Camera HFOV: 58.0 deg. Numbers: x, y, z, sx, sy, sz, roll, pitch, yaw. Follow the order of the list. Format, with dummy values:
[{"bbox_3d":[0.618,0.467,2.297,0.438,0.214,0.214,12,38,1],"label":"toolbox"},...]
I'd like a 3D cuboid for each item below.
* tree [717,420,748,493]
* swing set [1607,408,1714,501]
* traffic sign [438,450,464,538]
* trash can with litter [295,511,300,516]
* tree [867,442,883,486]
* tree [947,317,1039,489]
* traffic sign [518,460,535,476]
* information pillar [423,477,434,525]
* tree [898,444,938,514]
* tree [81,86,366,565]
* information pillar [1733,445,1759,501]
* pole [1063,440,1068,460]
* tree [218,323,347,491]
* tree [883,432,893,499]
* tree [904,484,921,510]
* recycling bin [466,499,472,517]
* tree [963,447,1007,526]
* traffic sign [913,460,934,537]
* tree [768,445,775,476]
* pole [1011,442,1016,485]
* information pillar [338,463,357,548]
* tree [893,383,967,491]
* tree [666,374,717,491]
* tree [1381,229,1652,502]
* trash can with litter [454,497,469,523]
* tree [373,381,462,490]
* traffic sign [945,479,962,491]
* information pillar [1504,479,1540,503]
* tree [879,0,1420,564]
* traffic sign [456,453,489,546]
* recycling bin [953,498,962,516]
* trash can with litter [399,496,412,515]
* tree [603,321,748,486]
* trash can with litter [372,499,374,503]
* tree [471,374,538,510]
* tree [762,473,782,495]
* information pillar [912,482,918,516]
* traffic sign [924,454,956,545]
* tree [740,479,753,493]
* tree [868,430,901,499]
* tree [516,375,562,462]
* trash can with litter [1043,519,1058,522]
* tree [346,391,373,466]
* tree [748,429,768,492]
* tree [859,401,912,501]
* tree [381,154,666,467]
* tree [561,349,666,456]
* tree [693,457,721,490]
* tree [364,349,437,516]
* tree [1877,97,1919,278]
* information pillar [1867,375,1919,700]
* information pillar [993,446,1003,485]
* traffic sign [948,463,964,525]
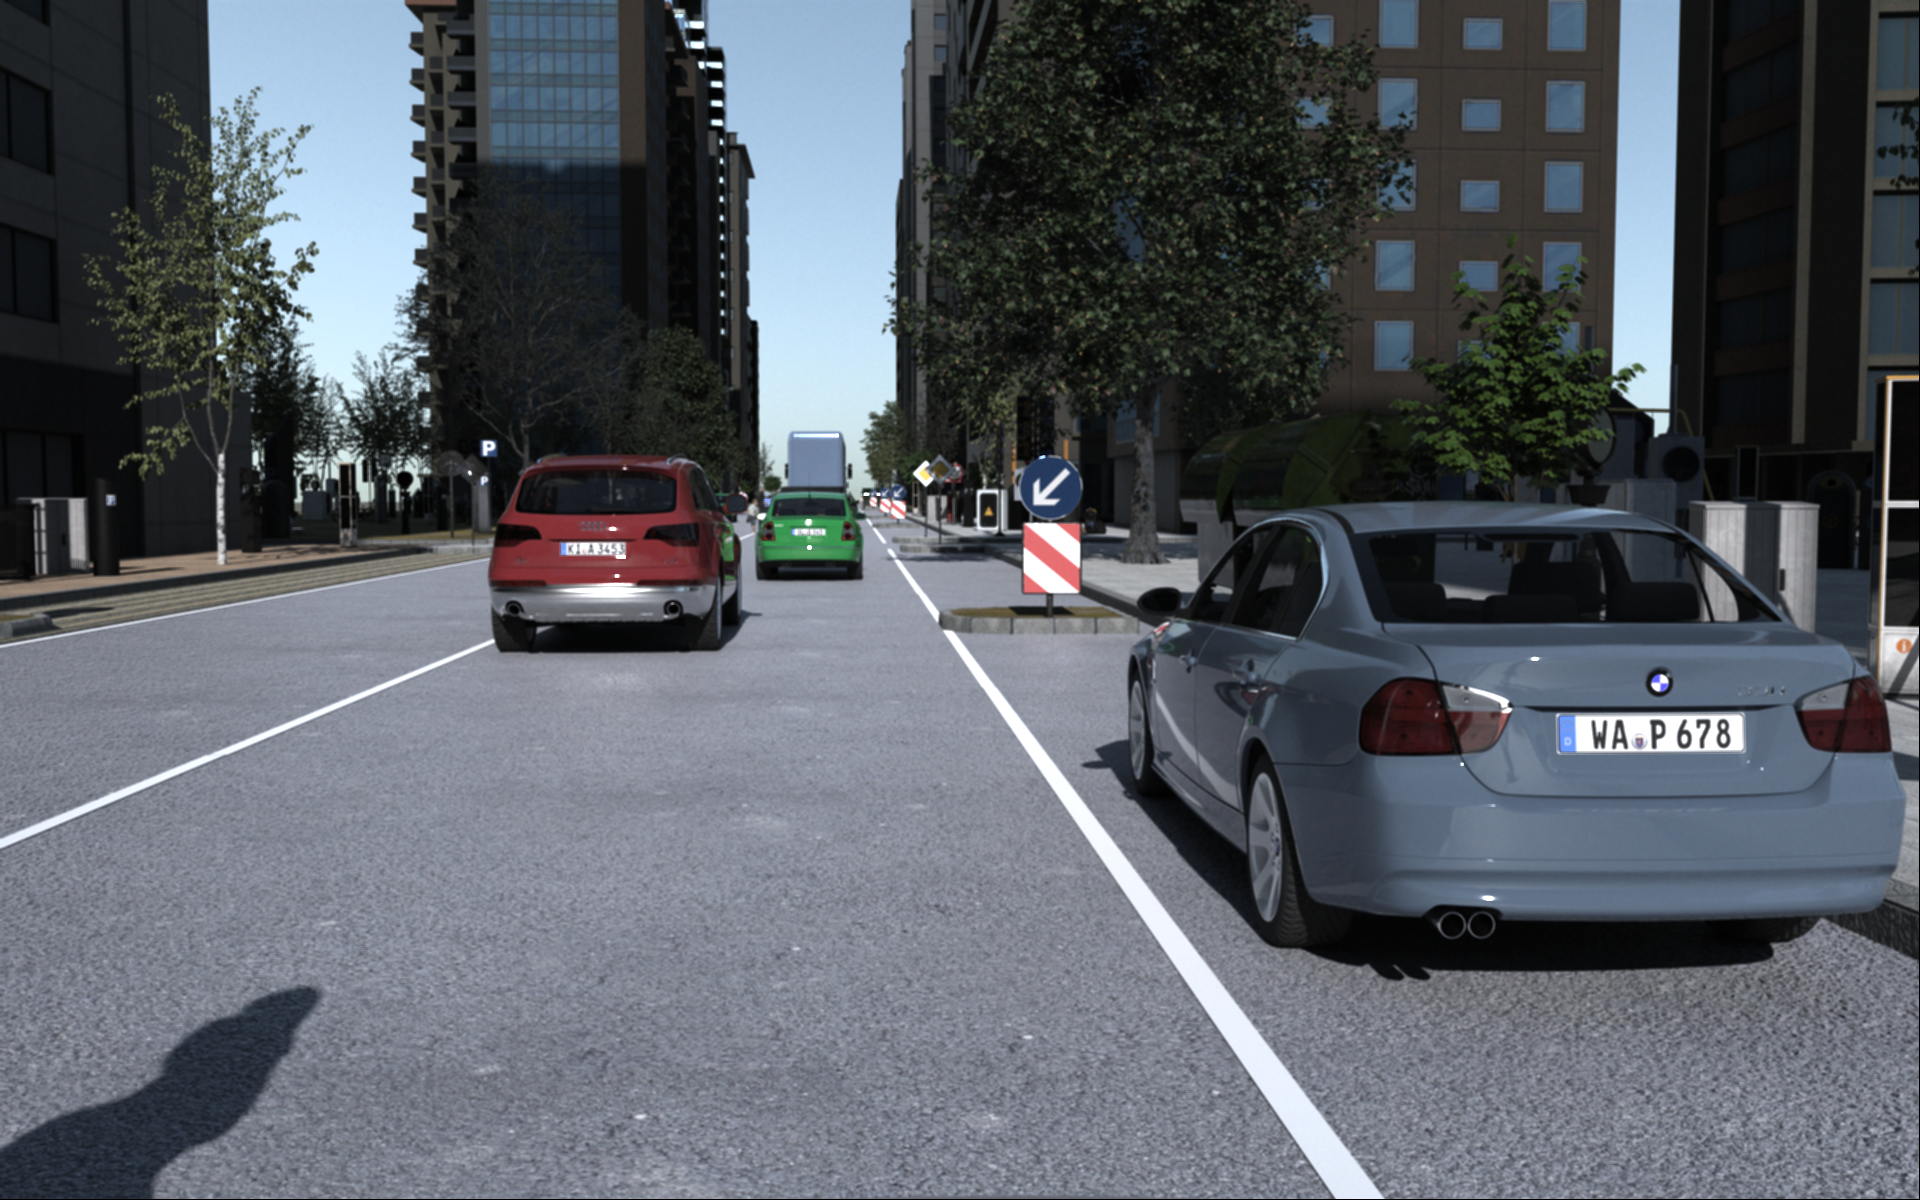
[{"bbox_3d":[-21.936,-12.620,156.698,4.360,8.622,3.978,0,3,0],"label":"tree"},{"bbox_3d":[12.103,-2.081,31.642,3.119,2.851,2.862,-1,4,-21],"label":"swing set"},{"bbox_3d":[-14.755,-3.067,50.259,0.768,2.556,0.104,0,4,-1],"label":"traffic sign"},{"bbox_3d":[-38.665,-5.416,99.945,1.055,1.170,0.624,-1,4,-11],"label":"trash can with litter"},{"bbox_3d":[-10.145,-16.969,227.808,4.360,8.622,3.978,0,3,0],"label":"tree"},{"bbox_3d":[1.124,-6.932,63.708,4.737,8.622,4.395,0,3,0],"label":"tree"},{"bbox_3d":[-12.533,-2.878,50.701,0.795,2.450,0.064,0,4,-4],"label":"traffic sign"},{"bbox_3d":[-22.345,-4.180,72.842,0.304,2.012,0.304,2,4,30],"label":"information pillar"},{"bbox_3d":[-2.435,-8.008,114.649,4.285,4.588,4.351,0,3,0],"label":"tree"},{"bbox_3d":[-13.595,-4.963,31.500,4.737,8.622,4.395,0,3,0],"label":"tree"},{"bbox_3d":[11.884,-1.329,26.220,0.304,2.012,0.304,1,4,16],"label":"information pillar"},{"bbox_3d":[3.985,-4.383,65.505,0.158,3.312,0.155,0,3,0],"label":"pole"},{"bbox_3d":[-28.942,-7.474,72.566,4.360,8.622,3.978,0,3,0],"label":"tree"},{"bbox_3d":[-3.390,-11.276,134.730,4.360,8.622,3.978,0,3,0],"label":"tree"},{"bbox_3d":[-3.778,-9.011,141.929,1.663,3.219,1.824,0,3,0],"label":"tree"},{"bbox_3d":[-27.297,-5.101,95.954,0.722,1.027,0.722,-2,4,-25],"label":"recycling bin"},{"bbox_3d":[1.072,-4.607,69.919,1.663,3.219,1.824,0,3,0],"label":"tree"},{"bbox_3d":[-1.011,-2.922,51.414,0.795,2.450,0.064,0,4,-4],"label":"traffic sign"},{"bbox_3d":[-27.607,-17.674,239.334,4.360,8.622,3.978,0,3,0],"label":"tree"},{"bbox_3d":[2.086,-4.497,67.370,0.158,3.312,0.155,0,3,0],"label":"pole"},{"bbox_3d":[-14.548,-2.243,41.166,0.304,2.012,0.304,0,4,5],"label":"information pillar"},{"bbox_3d":[-1.053,-9.555,106.583,4.360,8.622,3.978,0,3,0],"label":"tree"},{"bbox_3d":[-17.875,-9.437,104.654,4.360,8.622,3.978,0,3,0],"label":"tree"},{"bbox_3d":[4.088,-1.114,12.818,1.663,3.219,1.824,0,3,0],"label":"tree"},{"bbox_3d":[-22.470,-4.080,78.097,0.624,1.170,1.055,-1,4,-14],"label":"trash can with litter"},{"bbox_3d":[-34.611,-9.881,111.917,4.360,8.622,3.978,0,3,0],"label":"tree"},{"bbox_3d":[-0.359,-4.843,79.189,0.884,2.594,0.081,0,4,1],"label":"traffic sign"},{"bbox_3d":[7.912,-2.016,24.309,0.504,3.616,0.183,2,4,31],"label":"information pillar"},{"bbox_3d":[3.412,-7.014,31.688,9.611,12.733,9.660,0,3,0],"label":"tree"},{"bbox_3d":[-12.024,-2.391,42.732,0.795,2.450,0.064,0,4,-4],"label":"traffic sign"},{"bbox_3d":[-0.314,-5.471,102.012,0.722,1.027,0.722,-1,4,-9],"label":"recycling bin"},{"bbox_3d":[-34.351,-5.874,107.425,0.624,1.170,1.055,1,4,11],"label":"trash can with litter"},{"bbox_3d":[-18.826,-12.083,114.563,9.611,12.733,9.660,0,3,0],"label":"tree"},{"bbox_3d":[-33.442,-5.395,99.593,0.624,1.170,1.055,-1,4,-15],"label":"trash can with litter"},{"bbox_3d":[-27.476,-9.442,104.731,4.737,8.622,4.395,0,3,0],"label":"tree"},{"bbox_3d":[-28.813,-17.212,265.135,4.285,4.588,4.351,0,3,0],"label":"tree"},{"bbox_3d":[-2.649,-6.001,102.601,0.304,2.012,0.304,-1,4,-13],"label":"information pillar"},{"bbox_3d":[-0.502,-2.434,43.445,0.795,2.450,0.064,0,4,-4],"label":"traffic sign"},{"bbox_3d":[-24.935,-12.571,200.134,1.663,3.219,1.824,0,3,0],"label":"tree"},{"bbox_3d":[-8.417,-15.140,197.900,4.737,8.622,4.395,0,3,0],"label":"tree"},{"bbox_3d":[-21.447,-8.776,93.852,4.360,8.622,3.978,0,3,0],"label":"tree"},{"bbox_3d":[3.230,-2.807,57.279,1.055,1.170,0.624,0,4,6],"label":"trash can with litter"},{"bbox_3d":[-39.066,-9.519,106.005,4.360,8.622,3.978,0,3,0],"label":"tree"},{"bbox_3d":[-23.011,-14.114,181.122,4.360,8.622,3.978,0,3,0],"label":"tree"},{"bbox_3d":[-8.339,-17.837,209.758,7.486,12.596,7.792,0,3,0],"label":"tree"},{"bbox_3d":[-16.158,-9.380,63.739,12.009,13.543,11.850,0,3,0],"label":"tree"},{"bbox_3d":[-16.940,-8.235,85.006,4.360,8.622,3.978,0,3,0],"label":"tree"},{"bbox_3d":[-21.108,-9.688,142.115,4.285,4.588,4.351,0,3,0],"label":"tree"},{"bbox_3d":[-29.230,-8.353,86.933,4.737,8.622,4.395,0,3,0],"label":"tree"},{"bbox_3d":[12.066,-4.191,18.887,4.737,8.622,4.395,0,3,0],"label":"tree"},{"bbox_3d":[5.919,-0.391,10.881,0.304,2.012,0.304,1,4,16],"label":"information pillar"},{"bbox_3d":[1.586,-4.922,71.835,0.504,3.616,0.183,3,5,42],"label":"information pillar"},{"bbox_3d":[-0.227,-4.356,71.327,0.768,2.556,0.104,0,4,0],"label":"traffic sign"}]
